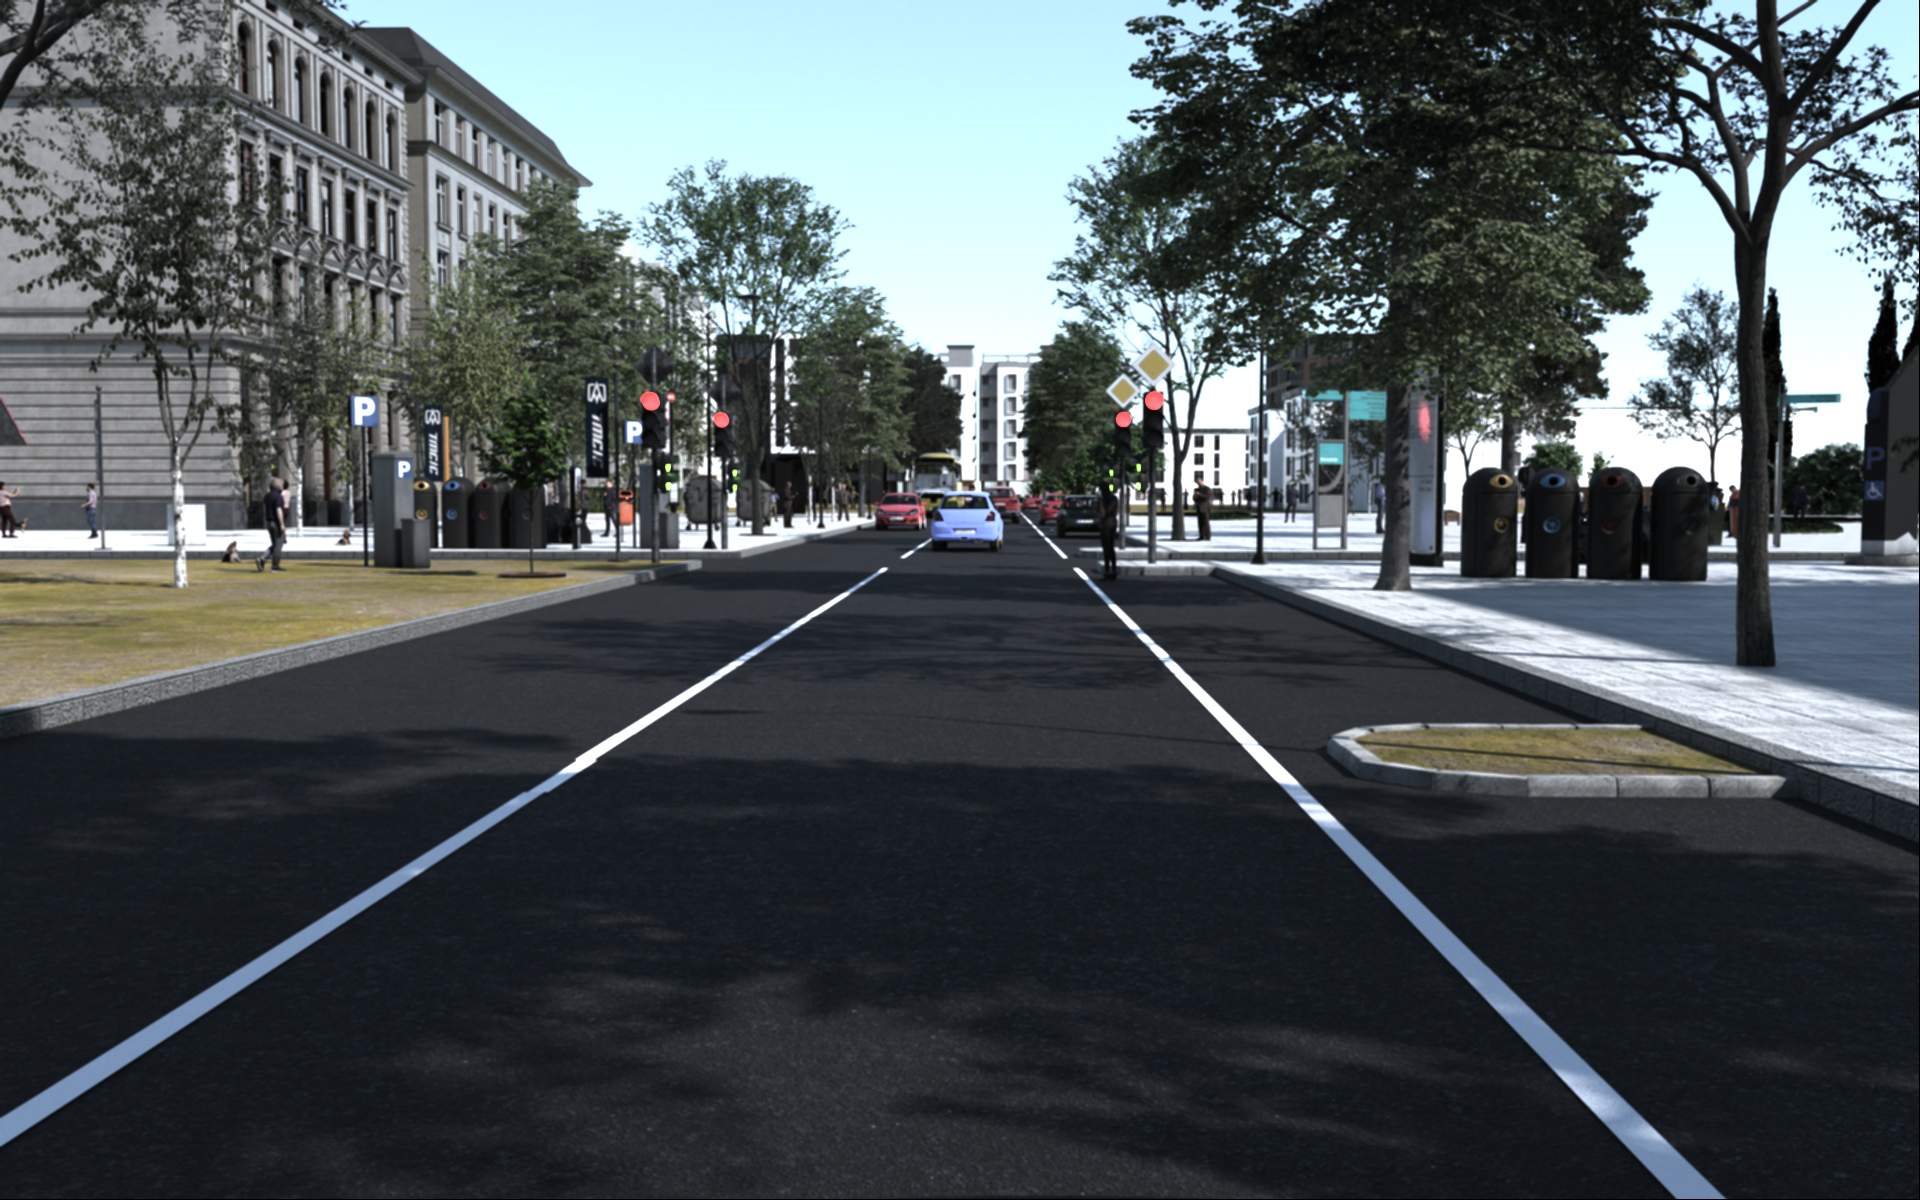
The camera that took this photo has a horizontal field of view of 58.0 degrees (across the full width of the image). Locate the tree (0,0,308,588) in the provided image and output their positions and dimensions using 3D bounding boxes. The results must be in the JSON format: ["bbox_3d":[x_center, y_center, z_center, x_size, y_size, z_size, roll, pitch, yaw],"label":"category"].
[{"bbox_3d":[-10.676,-4.459,23.273,4.360,8.622,3.978,0,3,0],"label":"tree"}]

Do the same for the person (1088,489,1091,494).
[{"bbox_3d":[10.704,-8.471,145.254,1.217,1.736,0.721,0,4,1],"label":"person"}]

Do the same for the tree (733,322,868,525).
[{"bbox_3d":[-6.437,-7.435,71.933,4.360,8.622,3.978,0,3,0],"label":"tree"}]

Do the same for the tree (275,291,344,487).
[{"bbox_3d":[-21.474,-6.716,60.167,4.737,8.622,4.395,0,3,0],"label":"tree"}]

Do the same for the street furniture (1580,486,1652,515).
[{"bbox_3d":[40.230,-5.866,102.760,9.812,1.723,11.010,2,4,27],"label":"street furniture"}]

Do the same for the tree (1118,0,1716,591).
[{"bbox_3d":[5.855,-6.423,23.147,7.486,12.596,7.792,0,3,0],"label":"tree"}]

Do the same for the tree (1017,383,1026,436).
[{"bbox_3d":[7.462,-11.992,114.198,7.486,12.596,7.792,0,3,0],"label":"tree"}]

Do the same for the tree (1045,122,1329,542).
[{"bbox_3d":[6.089,-7.421,47.096,9.928,11.665,9.643,0,3,0],"label":"tree"}]

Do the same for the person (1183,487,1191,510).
[{"bbox_3d":[17.957,-8.063,137.962,0.705,1.814,1.350,-2,4,-33],"label":"person"}]

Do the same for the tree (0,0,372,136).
[{"bbox_3d":[-6.895,-6.148,10.886,12.009,13.543,11.850,0,3,0],"label":"tree"}]

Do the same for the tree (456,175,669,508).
[{"bbox_3d":[-14.453,-8.846,62.752,7.486,12.596,7.792,0,3,0],"label":"tree"}]

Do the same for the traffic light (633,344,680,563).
[{"bbox_3d":[-5.635,-2.618,32.051,0.839,4.213,0.868,0,4,1],"label":"traffic light"}]

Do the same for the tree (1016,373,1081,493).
[{"bbox_3d":[9.610,-16.538,177.812,7.806,13.903,7.818,0,3,0],"label":"tree"}]

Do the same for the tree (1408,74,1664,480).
[{"bbox_3d":[16.350,-8.759,50.638,7.806,13.903,7.818,0,3,0],"label":"tree"}]

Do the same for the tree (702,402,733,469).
[{"bbox_3d":[-13.548,-9.501,105.698,4.360,8.622,3.978,0,3,0],"label":"tree"}]

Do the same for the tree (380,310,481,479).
[{"bbox_3d":[-21.334,-7.301,69.727,4.360,8.622,3.978,0,3,0],"label":"tree"}]

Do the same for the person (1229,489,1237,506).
[{"bbox_3d":[30.077,-11.284,190.680,1.348,1.807,0.705,-3,4,-36],"label":"person"}]

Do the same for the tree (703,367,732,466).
[{"bbox_3d":[-14.994,-9.020,97.841,4.737,8.622,4.395,0,3,0],"label":"tree"}]

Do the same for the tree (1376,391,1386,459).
[{"bbox_3d":[26.428,-9.887,112.022,4.360,8.622,3.978,0,3,0],"label":"tree"}]

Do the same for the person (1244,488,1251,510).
[{"bbox_3d":[22.832,-8.016,137.557,0.568,1.767,0.683,-1,4,-10],"label":"person"}]

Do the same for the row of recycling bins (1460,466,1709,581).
[{"bbox_3d":[9.427,-1.172,26.274,3.534,1.692,1.069,1,4,20],"label":"row of recycling bins"}]

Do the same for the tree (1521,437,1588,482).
[{"bbox_3d":[31.535,-6.621,91.961,4.285,4.588,4.351,0,3,0],"label":"tree"}]

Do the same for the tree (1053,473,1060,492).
[{"bbox_3d":[8.041,-7.035,98.741,4.285,4.588,4.351,0,3,0],"label":"tree"}]

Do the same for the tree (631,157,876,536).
[{"bbox_3d":[-6.304,-7.803,53.339,9.928,11.665,9.643,0,3,0],"label":"tree"}]

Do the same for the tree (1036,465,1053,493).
[{"bbox_3d":[8.919,-11.204,166.900,4.285,4.588,4.351,0,3,0],"label":"tree"}]

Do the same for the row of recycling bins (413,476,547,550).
[{"bbox_3d":[-11.392,-2.052,40.663,3.534,1.692,1.069,1,4,10],"label":"row of recycling bins"}]

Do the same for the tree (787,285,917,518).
[{"bbox_3d":[-5.727,-10.780,94.379,7.486,12.596,7.792,0,3,0],"label":"tree"}]

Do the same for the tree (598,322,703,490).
[{"bbox_3d":[-13.585,-7.567,74.085,4.737,8.622,4.395,0,3,0],"label":"tree"}]

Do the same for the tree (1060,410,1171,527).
[{"bbox_3d":[6.580,-5.167,68.195,4.285,4.588,4.351,0,3,0],"label":"tree"}]

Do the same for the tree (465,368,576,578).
[{"bbox_3d":[-6.768,-1.965,26.730,1.663,3.219,1.824,0,3,0],"label":"tree"}]

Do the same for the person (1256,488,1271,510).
[{"bbox_3d":[23.784,-7.894,135.819,1.217,1.736,0.721,2,4,23],"label":"person"}]

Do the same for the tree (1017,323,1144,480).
[{"bbox_3d":[9.120,-13.631,129.515,9.857,13.997,8.962,0,3,0],"label":"tree"}]

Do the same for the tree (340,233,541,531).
[{"bbox_3d":[-14.290,-6.069,49.595,4.737,8.622,4.395,0,3,0],"label":"tree"}]

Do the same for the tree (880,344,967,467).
[{"bbox_3d":[-3.297,-14.648,146.912,7.806,13.903,7.818,0,3,0],"label":"tree"}]

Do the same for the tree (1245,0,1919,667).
[{"bbox_3d":[5.628,-4.788,12.701,7.601,10.594,8.767,0,4,1],"label":"tree"}]

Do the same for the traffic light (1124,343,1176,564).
[{"bbox_3d":[3.524,-2.606,31.845,0.839,4.213,0.868,0,4,1],"label":"traffic light"}]

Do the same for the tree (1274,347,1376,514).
[{"bbox_3d":[18.053,-8.361,87.059,4.360,8.622,3.978,0,3,0],"label":"tree"}]

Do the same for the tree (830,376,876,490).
[{"bbox_3d":[-6.953,-9.374,103.620,4.737,8.622,4.395,0,3,0],"label":"tree"}]

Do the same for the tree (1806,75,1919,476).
[{"bbox_3d":[13.276,-4.370,21.809,4.360,8.622,3.978,0,3,0],"label":"tree"}]

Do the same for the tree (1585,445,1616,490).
[{"bbox_3d":[25.158,-4.499,68.164,1.663,3.219,1.824,0,3,0],"label":"tree"}]

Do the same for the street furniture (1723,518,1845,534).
[{"bbox_3d":[26.330,-2.730,60.260,5.734,0.657,10.072,1,4,10],"label":"street furniture"}]

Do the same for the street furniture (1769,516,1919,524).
[{"bbox_3d":[44.565,-4.267,74.793,14.083,1.986,27.439,0,4,-2],"label":"street furniture"}]

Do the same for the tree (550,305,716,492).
[{"bbox_3d":[-16.490,-9.285,86.219,8.767,10.594,7.601,-2,4,-27],"label":"tree"}]

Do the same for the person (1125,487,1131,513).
[{"bbox_3d":[11.412,-6.824,118.305,0.721,1.739,1.217,1,4,23],"label":"person"}]

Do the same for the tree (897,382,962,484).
[{"bbox_3d":[-3.167,-14.412,157.685,6.751,12.117,7.091,0,3,0],"label":"tree"}]

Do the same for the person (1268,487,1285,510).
[{"bbox_3d":[25.165,-8.069,137.940,1.348,1.831,0.705,0,4,5],"label":"person"}]

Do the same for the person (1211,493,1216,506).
[{"bbox_3d":[27.181,-10.826,186.264,0.599,1.433,0.991,-2,4,-31],"label":"person"}]

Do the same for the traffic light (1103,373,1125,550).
[{"bbox_3d":[3.718,-3.094,39.828,0.839,4.213,0.868,0,4,1],"label":"traffic light"}]

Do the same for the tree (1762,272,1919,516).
[{"bbox_3d":[56.916,-12.550,107.009,18.604,14.587,13.155,-1,4,-17],"label":"tree"}]

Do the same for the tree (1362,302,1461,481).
[{"bbox_3d":[16.591,-6.922,63.536,4.737,8.622,4.395,0,3,0],"label":"tree"}]
